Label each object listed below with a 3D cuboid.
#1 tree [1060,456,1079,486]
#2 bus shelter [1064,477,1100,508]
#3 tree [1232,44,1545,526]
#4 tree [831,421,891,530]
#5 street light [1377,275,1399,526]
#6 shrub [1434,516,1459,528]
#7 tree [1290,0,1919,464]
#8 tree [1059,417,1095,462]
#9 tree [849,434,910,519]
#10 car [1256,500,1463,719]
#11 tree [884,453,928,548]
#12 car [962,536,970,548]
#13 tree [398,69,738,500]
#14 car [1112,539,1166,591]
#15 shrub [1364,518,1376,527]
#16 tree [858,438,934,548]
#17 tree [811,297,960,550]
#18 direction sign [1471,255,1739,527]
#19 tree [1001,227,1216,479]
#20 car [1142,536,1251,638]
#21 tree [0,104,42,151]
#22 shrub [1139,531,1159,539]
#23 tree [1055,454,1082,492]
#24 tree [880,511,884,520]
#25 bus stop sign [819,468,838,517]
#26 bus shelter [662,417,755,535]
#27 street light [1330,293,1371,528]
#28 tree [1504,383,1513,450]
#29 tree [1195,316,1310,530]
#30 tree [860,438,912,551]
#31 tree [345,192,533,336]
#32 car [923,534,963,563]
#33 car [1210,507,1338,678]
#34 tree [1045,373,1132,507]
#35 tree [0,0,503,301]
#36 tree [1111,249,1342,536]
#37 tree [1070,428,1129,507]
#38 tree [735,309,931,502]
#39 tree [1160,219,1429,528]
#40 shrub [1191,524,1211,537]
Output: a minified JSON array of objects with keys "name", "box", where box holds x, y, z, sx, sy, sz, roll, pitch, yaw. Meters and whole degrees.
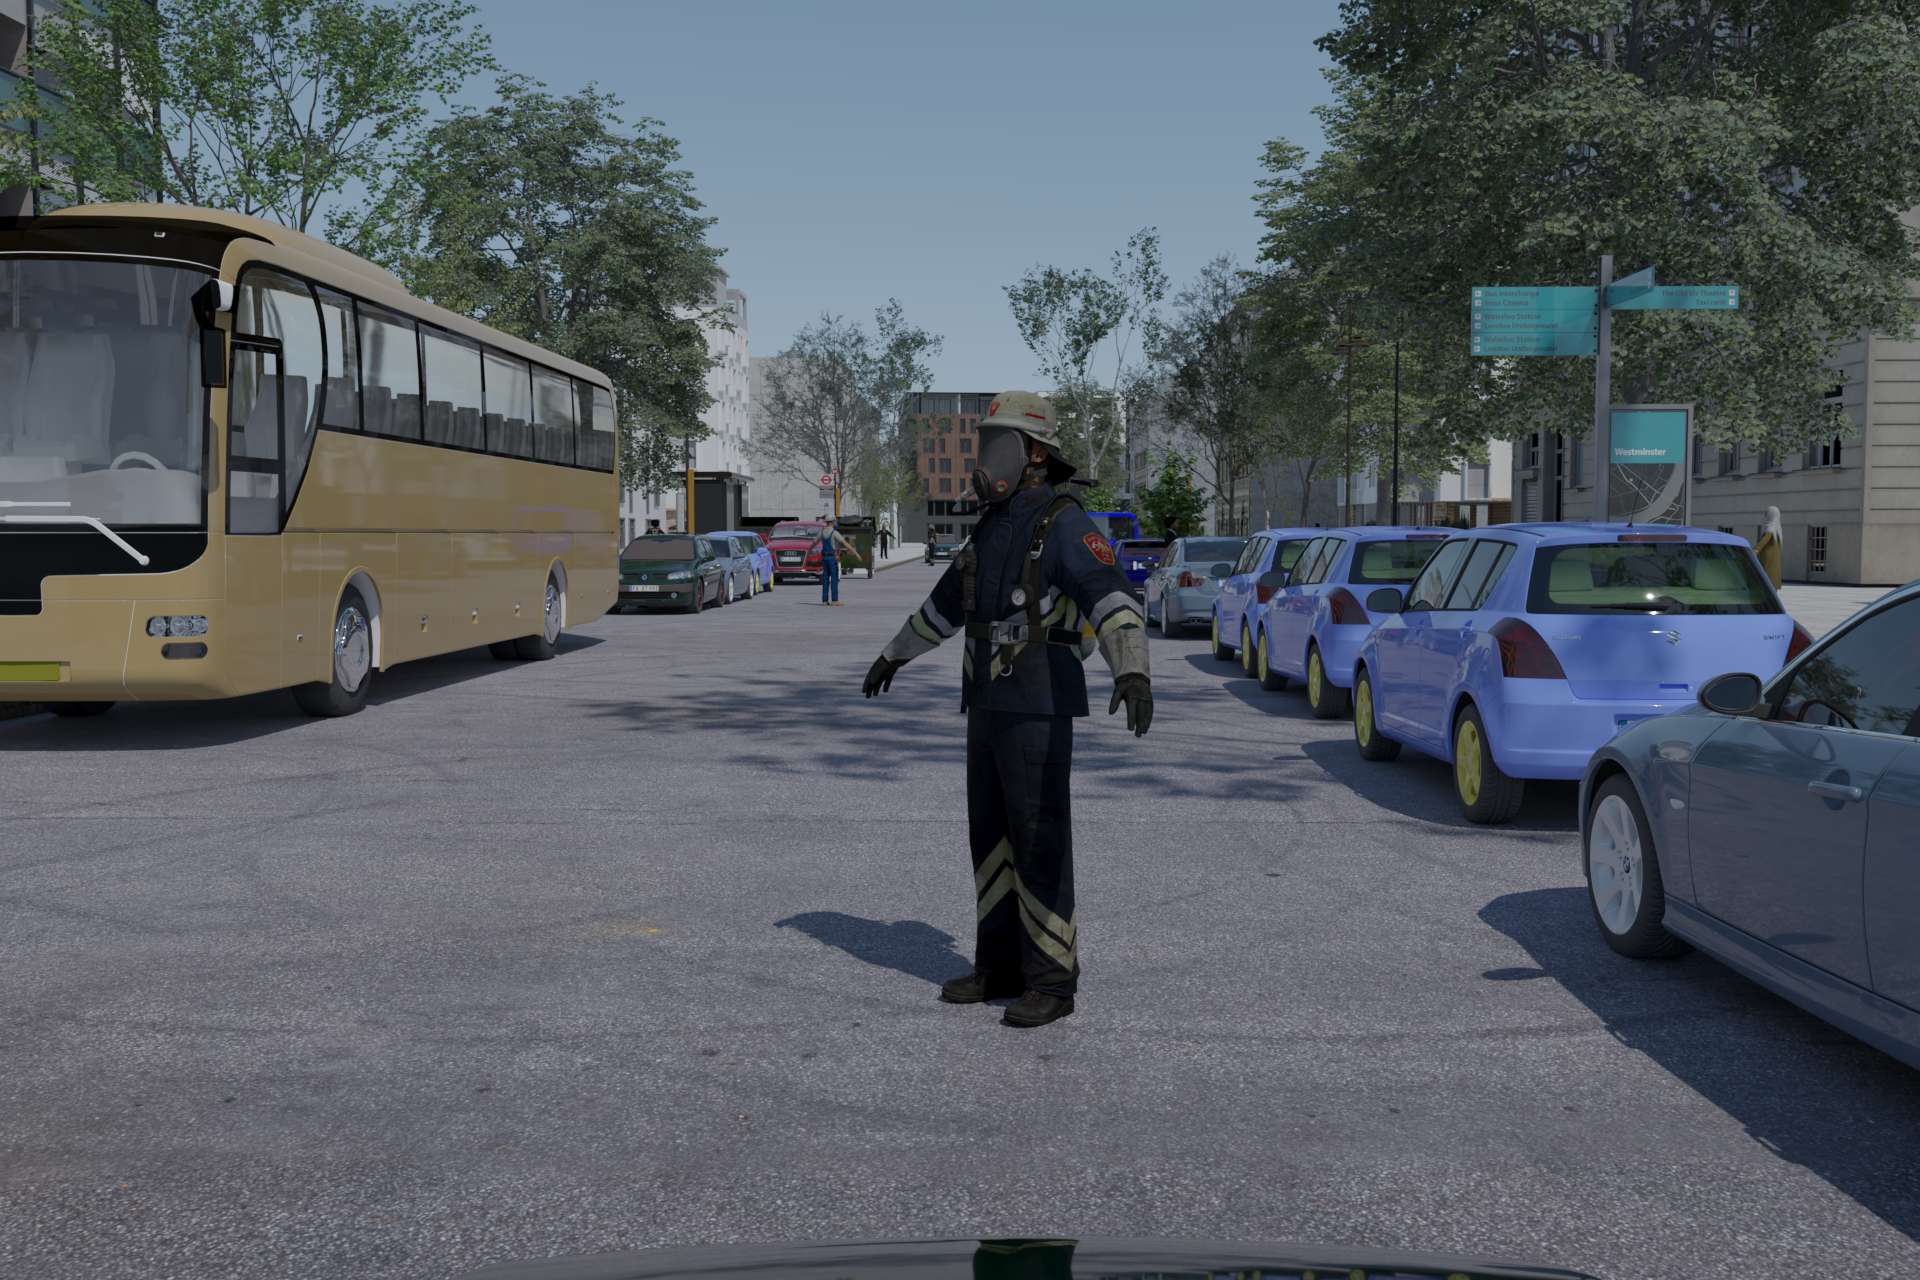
[{"name":"tree","box":[10.116,-12.380,152.770,4.737,8.622,4.395,0,3,0]},{"name":"bus shelter","box":[4.973,-4.975,72.621,1.731,3.624,6.357,0,4,2]},{"name":"tree","box":[10.076,-7.492,40.625,7.486,12.596,7.792,0,3,0]},{"name":"tree","box":[-6.374,-9.947,112.996,4.360,8.622,3.978,0,3,0]},{"name":"street light","box":[8.202,-3.538,30.393,1.470,5.913,1.316,0,4,1]},{"name":"shrub","box":[19.365,-3.942,68.868,1.690,2.028,1.600,0,3,0]},{"name":"tree","box":[9.062,-7.106,22.832,9.857,13.997,8.962,0,3,0]},{"name":"tree","box":[10.684,-15.312,168.474,7.486,12.596,7.792,0,3,0]},{"name":"tree","box":[-6.236,-10.374,119.984,4.360,8.622,3.978,0,3,0]},{"name":"car","box":[3.585,-0.315,14.739,1.945,1.707,3.694,0,3,0]},{"name":"tree","box":[-5.550,-12.500,154.736,4.360,8.622,3.978,0,3,0]},{"name":"car","box":[1.062,-4.988,93.911,2.083,1.381,4.827,0,4,1]},{"name":"tree","box":[-10.764,-8.609,47.411,9.857,13.997,8.962,0,3,0]},{"name":"car","box":[4.005,-1.561,38.101,1.945,1.354,3.894,0,4,1]},{"name":"shrub","box":[19.537,-4.741,81.933,1.690,2.028,1.600,0,3,0]},{"name":"tree","box":[-6.060,-13.976,162.926,7.601,10.594,8.767,-1,4,-16]},{"name":"tree","box":[-6.365,-17.468,141.485,12.611,20.169,13.585,0,3,0]},{"name":"direction sign","box":[6.174,-1.677,16.173,2.525,3.948,1.411,0,4,2]},{"name":"tree","box":[9.272,-15.348,106.822,12.611,20.169,13.585,0,3,0]},{"name":"car","box":[3.696,-0.806,25.183,2.014,1.417,4.499,0,4,1]},{"name":"tree","box":[-12.276,-4.171,18.562,4.737,8.622,4.395,0,3,0]},{"name":"shrub","box":[7.942,-3.974,69.017,1.661,2.075,1.752,0,3,0]},{"name":"tree","box":[9.443,-12.031,147.066,4.360,8.622,3.978,0,3,0]},{"name":"tree","box":[-14.458,-19.921,260.112,7.601,10.594,8.767,0,4,7]},{"name":"bus stop sign","box":[-5.283,-4.994,70.353,0.855,3.939,0.416,0,4,2]},{"name":"bus shelter","box":[-8.656,-4.992,59.247,2.179,5.291,8.768,0,4,1]},{"name":"street light","box":[7.494,-3.706,33.389,0.468,5.910,1.993,0,4,1]},{"name":"tree","box":[29.343,-10.260,78.119,12.009,13.543,11.850,0,3,0]},{"name":"tree","box":[10.507,-6.585,58.033,4.360,8.622,3.978,0,3,0]},{"name":"tree","box":[-5.893,-10.961,129.568,4.737,8.622,4.395,0,3,0]},{"name":"tree","box":[-11.294,-5.305,37.096,4.737,8.622,4.395,0,3,0]},{"name":"car","box":[-0.836,-4.664,86.049,2.009,1.686,4.222,0,4,1]},{"name":"car","box":[3.700,-0.547,18.536,1.945,1.707,3.694,0,4,1]},{"name":"tree","box":[9.168,-14.104,137.262,9.857,13.997,8.962,0,3,0]},{"name":"tree","box":[-11.870,-6.307,28.873,9.928,11.665,9.643,0,3,0]},{"name":"tree","box":[11.798,-10.111,75.677,12.009,13.543,11.850,0,3,0]},{"name":"tree","box":[8.958,-10.220,117.467,4.360,8.622,3.978,0,3,0]},{"name":"tree","box":[-6.752,-11.258,94.434,12.009,13.543,11.850,0,3,0]},{"name":"tree","box":[10.062,-7.118,50.798,8.767,10.594,7.601,0,4,7]},{"name":"shrub","box":[8.580,-3.740,65.184,1.661,2.075,1.752,0,3,0]}]
